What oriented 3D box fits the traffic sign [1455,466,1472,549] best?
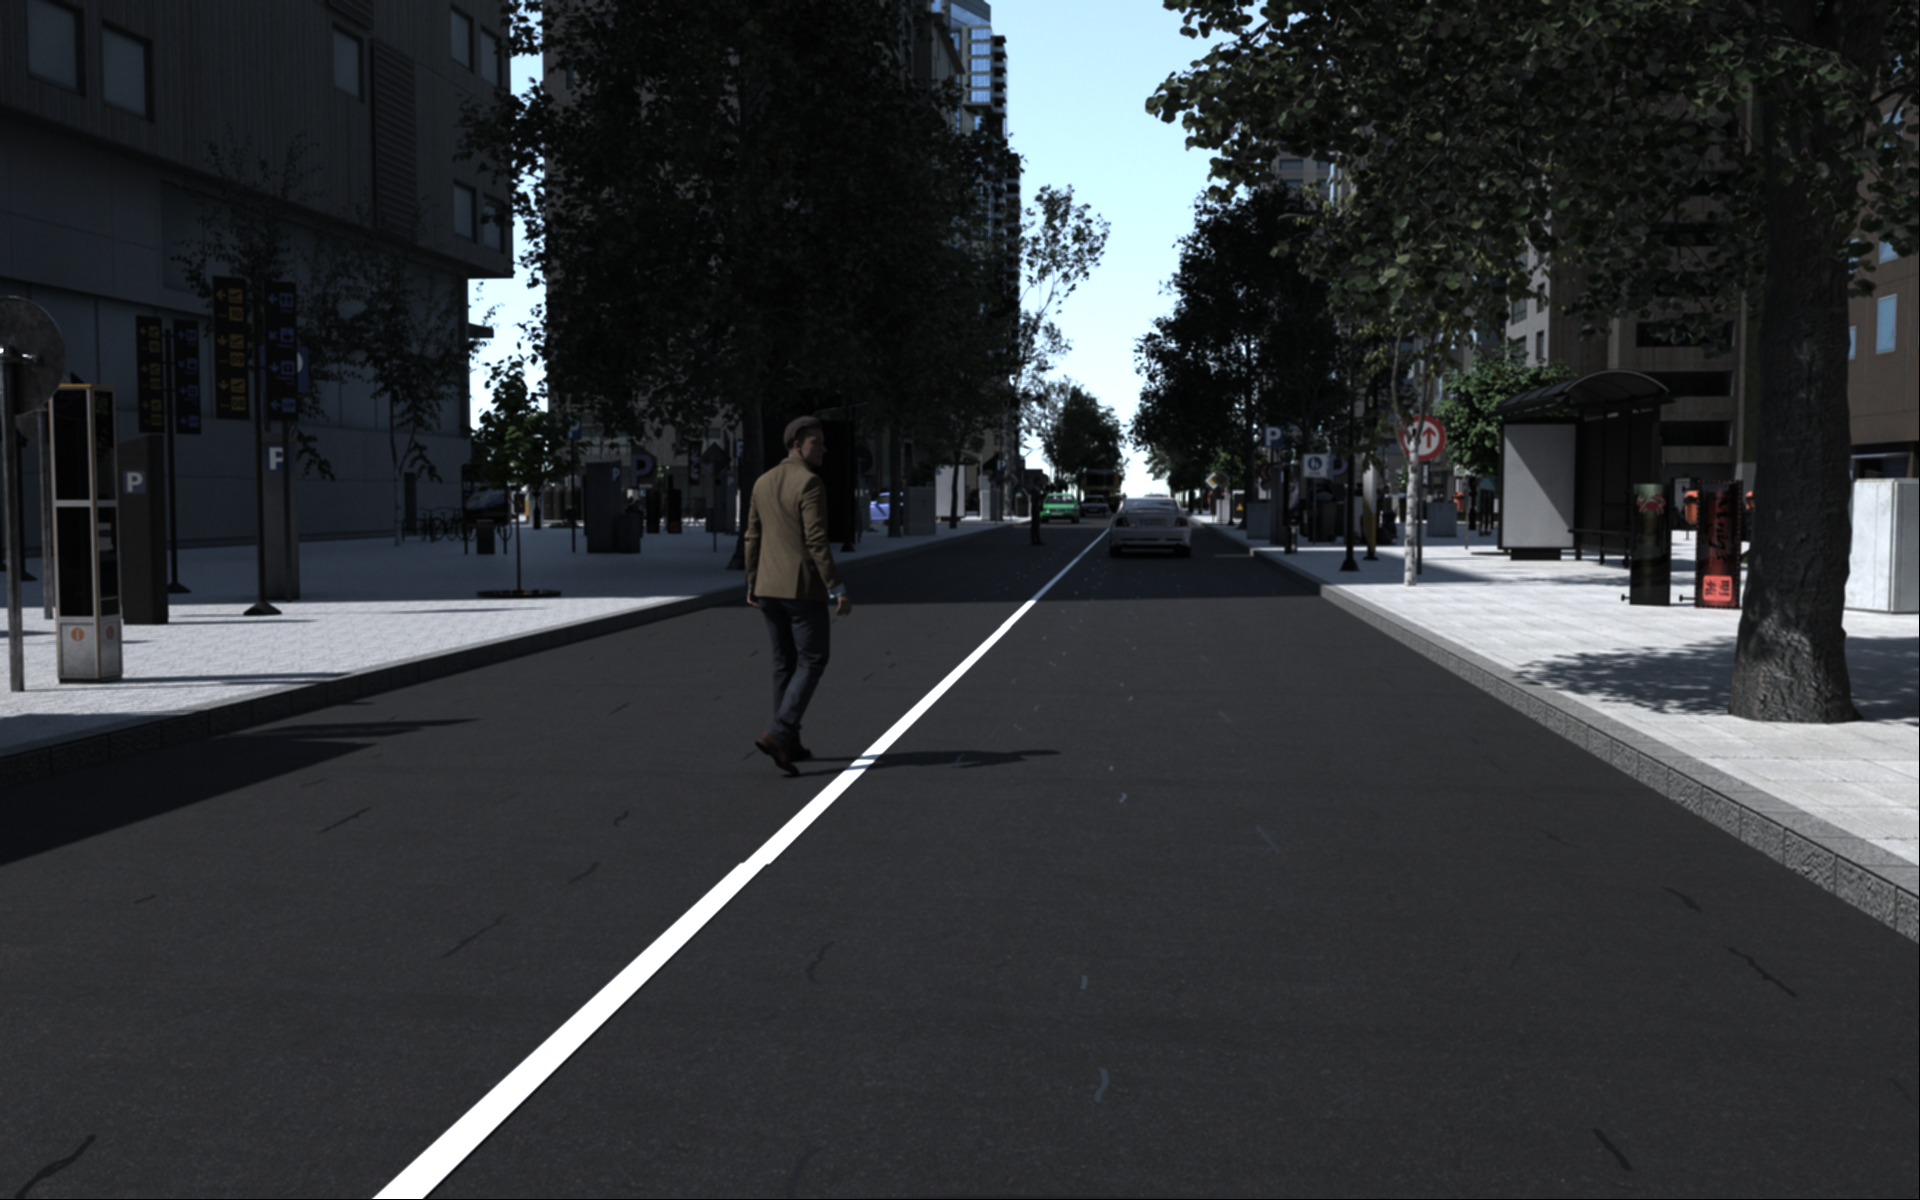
[{"bbox_3d":[11.777,-2.329,40.206,0.606,2.300,0.079,1,4,12],"label":"traffic sign"}]

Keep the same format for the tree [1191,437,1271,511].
[{"bbox_3d":[13.776,-6.228,85.540,4.285,4.588,4.351,0,3,0],"label":"tree"}]

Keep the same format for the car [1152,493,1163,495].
[{"bbox_3d":[22.245,-11.384,195.165,2.155,1.783,4.494,0,4,6],"label":"car"}]

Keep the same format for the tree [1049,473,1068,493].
[{"bbox_3d":[7.839,-8.959,141.074,1.663,3.219,1.824,0,3,0],"label":"tree"}]

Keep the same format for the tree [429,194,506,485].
[{"bbox_3d":[-13.543,-5.620,42.245,4.360,8.622,3.978,0,3,0],"label":"tree"}]

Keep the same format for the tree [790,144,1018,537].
[{"bbox_3d":[-2.345,-8.151,51.402,7.486,12.596,7.792,0,3,0],"label":"tree"}]

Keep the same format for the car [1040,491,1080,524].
[{"bbox_3d":[4.923,-4.673,85.198,1.959,1.807,4.718,0,4,7],"label":"car"}]

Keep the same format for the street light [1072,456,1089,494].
[{"bbox_3d":[10.623,-11.185,155.411,1.470,5.913,1.316,0,4,6],"label":"street light"}]

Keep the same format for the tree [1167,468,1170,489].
[{"bbox_3d":[18.324,-9.408,137.537,4.285,4.588,4.351,0,3,0],"label":"tree"}]

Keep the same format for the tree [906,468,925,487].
[{"bbox_3d":[-3.366,-8.174,128.248,1.663,3.219,1.824,0,3,0],"label":"tree"}]

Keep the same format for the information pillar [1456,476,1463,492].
[{"bbox_3d":[27.675,-6.397,95.939,0.504,3.616,0.183,-3,5,-42],"label":"information pillar"}]

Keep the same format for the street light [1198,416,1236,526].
[{"bbox_3d":[10.443,-5.963,70.040,1.470,5.913,1.316,0,4,6],"label":"street light"}]

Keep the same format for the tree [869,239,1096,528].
[{"bbox_3d":[-0.235,-7.927,64.012,8.767,10.594,7.601,-1,4,-8],"label":"tree"}]

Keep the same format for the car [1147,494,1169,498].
[{"bbox_3d":[12.094,-5.750,106.022,2.014,1.417,4.499,0,4,5],"label":"car"}]

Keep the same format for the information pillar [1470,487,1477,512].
[{"bbox_3d":[33.859,-6.706,114.132,0.304,2.012,0.304,-1,4,-14],"label":"information pillar"}]

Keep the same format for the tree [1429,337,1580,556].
[{"bbox_3d":[11.499,-3.229,36.510,4.285,4.588,4.351,0,3,0],"label":"tree"}]

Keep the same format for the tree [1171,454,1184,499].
[{"bbox_3d":[26.964,-15.774,208.260,4.360,8.622,3.978,0,3,0],"label":"tree"}]

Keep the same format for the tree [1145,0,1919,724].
[{"bbox_3d":[4.719,-6.300,9.665,9.857,13.997,8.962,0,3,0],"label":"tree"}]

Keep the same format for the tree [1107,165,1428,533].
[{"bbox_3d":[9.813,-7.031,49.375,7.601,10.594,8.767,3,4,36],"label":"tree"}]

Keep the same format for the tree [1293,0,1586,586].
[{"bbox_3d":[6.479,-4.510,24.093,4.737,8.622,4.395,0,3,0],"label":"tree"}]

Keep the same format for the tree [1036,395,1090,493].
[{"bbox_3d":[7.344,-10.906,128.678,4.360,8.622,3.978,0,3,0],"label":"tree"}]

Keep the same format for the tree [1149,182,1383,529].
[{"bbox_3d":[10.473,-8.922,62.890,9.611,12.733,9.660,0,3,0],"label":"tree"}]

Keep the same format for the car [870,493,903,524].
[{"bbox_3d":[-3.218,-4.147,77.392,3.694,1.707,1.945,0,4,4],"label":"car"}]

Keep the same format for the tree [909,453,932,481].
[{"bbox_3d":[-2.291,-9.401,137.413,4.285,4.588,4.351,0,3,0],"label":"tree"}]

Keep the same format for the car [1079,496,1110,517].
[{"bbox_3d":[8.455,-5.899,109.031,1.945,1.354,3.894,0,4,6],"label":"car"}]

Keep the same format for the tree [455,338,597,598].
[{"bbox_3d":[-5.521,-1.650,21.587,1.663,3.219,1.824,0,3,0],"label":"tree"}]

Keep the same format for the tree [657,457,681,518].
[{"bbox_3d":[-15.896,-5.938,91.690,1.663,3.219,1.824,0,3,0],"label":"tree"}]

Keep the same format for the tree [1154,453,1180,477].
[{"bbox_3d":[35.682,-22.165,288.149,9.928,11.665,9.643,0,3,0],"label":"tree"}]

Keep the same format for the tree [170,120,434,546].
[{"bbox_3d":[-13.731,-5.181,35.068,4.360,8.622,3.978,0,3,0],"label":"tree"}]

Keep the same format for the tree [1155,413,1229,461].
[{"bbox_3d":[22.853,-15.872,169.883,12.009,13.543,11.850,0,3,0],"label":"tree"}]

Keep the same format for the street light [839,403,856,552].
[{"bbox_3d":[-1.953,-4.015,38.181,1.470,5.913,1.316,0,4,6],"label":"street light"}]

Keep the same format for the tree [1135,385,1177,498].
[{"bbox_3d":[31.190,-24.318,253.481,12.611,20.169,13.585,0,3,0],"label":"tree"}]

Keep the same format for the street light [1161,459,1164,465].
[{"bbox_3d":[27.464,-15.705,229.313,1.470,5.913,1.316,0,4,6],"label":"street light"}]

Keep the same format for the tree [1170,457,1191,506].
[{"bbox_3d":[18.473,-8.925,129.635,4.285,4.588,4.351,0,3,0],"label":"tree"}]

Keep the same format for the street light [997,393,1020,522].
[{"bbox_3d":[2.409,-6.529,79.294,1.470,5.913,1.316,0,4,6],"label":"street light"}]

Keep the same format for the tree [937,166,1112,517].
[{"bbox_3d":[1.395,-14.832,98.386,12.611,20.169,13.585,0,3,0],"label":"tree"}]

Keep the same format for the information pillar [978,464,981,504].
[{"bbox_3d":[1.570,-8.346,127.819,0.504,3.616,0.183,-2,4,-31],"label":"information pillar"}]

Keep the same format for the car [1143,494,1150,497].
[{"bbox_3d":[33.523,-18.236,308.384,2.015,1.641,3.980,0,4,8],"label":"car"}]

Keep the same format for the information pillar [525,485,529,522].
[{"bbox_3d":[-20.106,-5.477,80.911,0.504,3.616,0.183,1,4,21],"label":"information pillar"}]

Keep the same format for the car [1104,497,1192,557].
[{"bbox_3d":[4.455,-1.745,40.892,2.083,1.381,4.827,0,4,5],"label":"car"}]

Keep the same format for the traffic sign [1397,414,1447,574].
[{"bbox_3d":[7.335,-1.681,27.592,0.768,2.556,0.104,1,4,11],"label":"traffic sign"}]

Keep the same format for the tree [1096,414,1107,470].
[{"bbox_3d":[12.736,-15.458,187.155,8.767,10.594,7.601,-1,4,-15],"label":"tree"}]

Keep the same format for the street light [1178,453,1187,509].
[{"bbox_3d":[14.875,-8.471,111.045,1.470,5.913,1.316,0,4,6],"label":"street light"}]

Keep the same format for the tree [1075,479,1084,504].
[{"bbox_3d":[18.108,-15.835,242.623,4.285,4.588,4.351,0,3,0],"label":"tree"}]

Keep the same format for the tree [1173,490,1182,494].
[{"bbox_3d":[30.306,-15.202,243.159,1.663,3.219,1.824,0,3,0],"label":"tree"}]

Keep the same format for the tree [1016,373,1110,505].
[{"bbox_3d":[8.624,-13.709,149.899,9.928,11.665,9.643,0,3,0],"label":"tree"}]

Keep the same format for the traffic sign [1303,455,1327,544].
[{"bbox_3d":[9.013,-2.563,44.027,0.606,2.300,0.079,1,4,12],"label":"traffic sign"}]

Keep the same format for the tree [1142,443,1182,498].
[{"bbox_3d":[28.908,-19.545,237.695,7.486,12.596,7.792,0,3,0],"label":"tree"}]

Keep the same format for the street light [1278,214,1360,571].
[{"bbox_3d":[5.976,-3.443,28.839,1.470,5.913,1.316,0,4,6],"label":"street light"}]

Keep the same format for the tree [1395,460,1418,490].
[{"bbox_3d":[25.054,-6.252,96.820,1.663,3.219,1.824,0,3,0],"label":"tree"}]

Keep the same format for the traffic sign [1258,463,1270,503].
[{"bbox_3d":[12.540,-4.314,70.632,0.768,2.556,0.104,0,4,7],"label":"traffic sign"}]

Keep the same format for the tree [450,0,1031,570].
[{"bbox_3d":[-3.600,-6.875,29.408,9.611,12.733,9.660,0,3,0],"label":"tree"}]

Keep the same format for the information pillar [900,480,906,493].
[{"bbox_3d":[-2.973,-5.175,89.102,0.304,2.012,0.304,2,4,23],"label":"information pillar"}]

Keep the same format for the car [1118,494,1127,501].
[{"bbox_3d":[29.069,-18.483,311.228,2.155,1.783,4.494,0,4,5],"label":"car"}]

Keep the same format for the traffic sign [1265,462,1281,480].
[{"bbox_3d":[12.644,-4.249,69.581,0.768,2.556,0.104,1,4,12],"label":"traffic sign"}]

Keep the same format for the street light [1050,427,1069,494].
[{"bbox_3d":[6.861,-9.051,120.519,1.470,5.913,1.316,0,4,6],"label":"street light"}]
